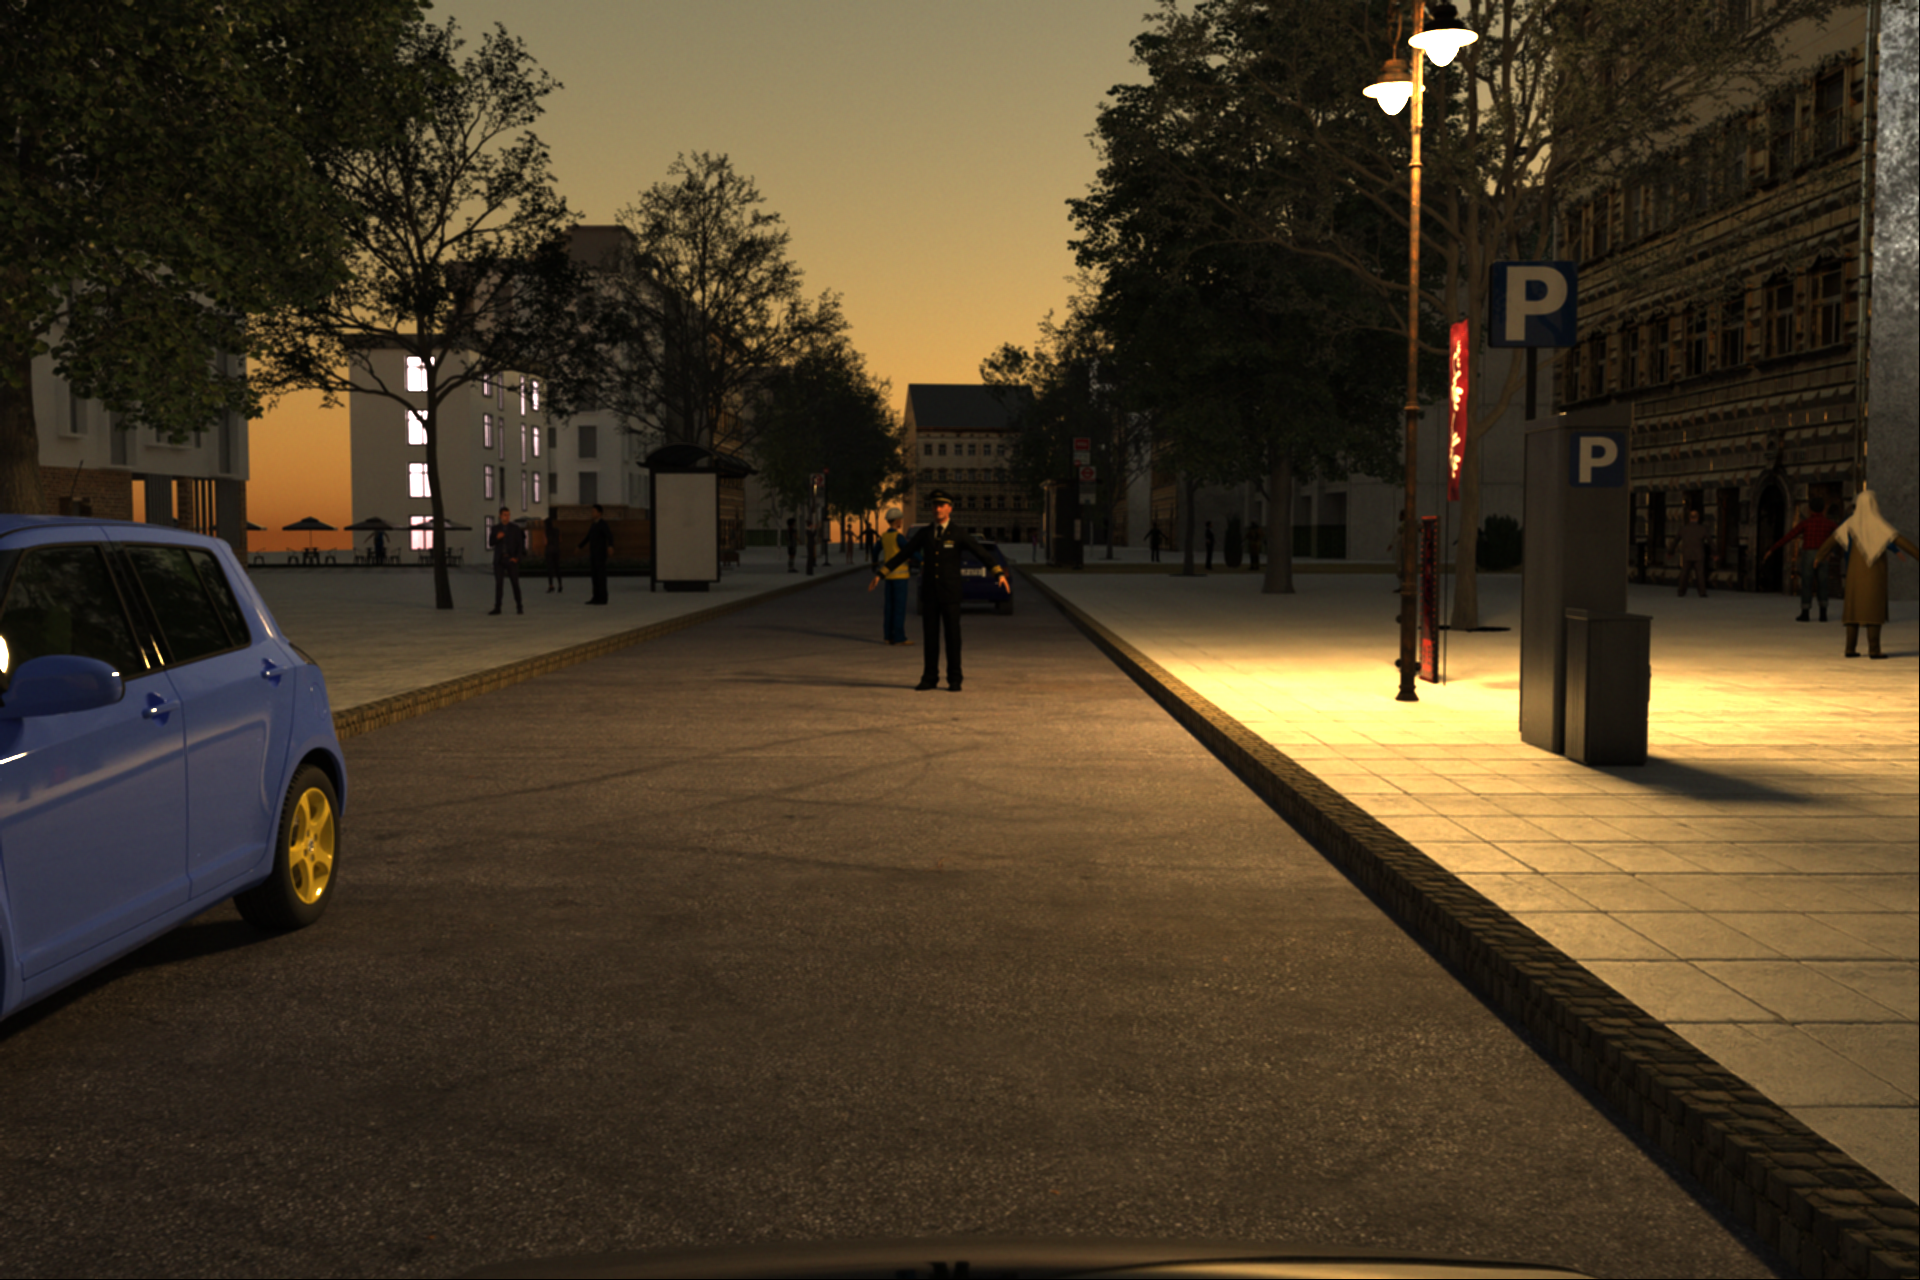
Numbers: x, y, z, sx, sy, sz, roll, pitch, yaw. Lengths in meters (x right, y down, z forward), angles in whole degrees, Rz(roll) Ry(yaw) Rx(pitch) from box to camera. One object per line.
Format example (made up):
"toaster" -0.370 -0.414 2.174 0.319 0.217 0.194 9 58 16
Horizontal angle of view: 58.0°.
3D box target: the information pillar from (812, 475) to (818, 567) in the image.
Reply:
"information pillar" -5.758 -4.713 68.406 0.183 3.616 0.504 0 4 2

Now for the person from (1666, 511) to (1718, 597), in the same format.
"person" 14.926 -1.755 35.291 0.990 1.755 0.434 3 4 36

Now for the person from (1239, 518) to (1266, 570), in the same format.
"person" 10.491 -3.425 61.763 0.705 1.858 1.354 -2 4 -33

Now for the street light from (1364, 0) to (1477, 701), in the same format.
"street light" 3.449 -2.470 13.180 0.468 5.910 1.993 0 4 0

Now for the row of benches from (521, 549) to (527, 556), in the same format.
"row of benches" -18.297 -3.614 74.553 1.422 0.672 4.104 2 4 26

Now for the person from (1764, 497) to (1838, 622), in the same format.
"person" 12.529 -1.179 25.388 1.345 1.816 0.704 1 4 13

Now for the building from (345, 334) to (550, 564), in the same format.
"building" -25.029 -8.843 86.731 9.099 9.664 28.070 0 4 0

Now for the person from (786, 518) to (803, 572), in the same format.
"person" -5.617 -3.180 58.139 0.704 1.843 1.345 -2 4 -25

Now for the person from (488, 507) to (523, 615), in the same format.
"person" -7.254 -1.265 27.643 0.541 1.710 0.530 1 4 9

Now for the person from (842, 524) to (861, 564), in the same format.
"person" -4.708 -4.167 74.935 0.721 1.733 1.217 3 4 38

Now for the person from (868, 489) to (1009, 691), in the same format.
"person" -0.177 -0.459 15.889 1.347 1.837 0.705 1 4 17

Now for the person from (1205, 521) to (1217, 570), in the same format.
"person" 8.989 -3.374 61.879 0.721 1.740 1.216 1 4 20

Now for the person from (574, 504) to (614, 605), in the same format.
"person" -6.617 -1.560 31.557 0.704 1.823 1.345 -3 5 -40

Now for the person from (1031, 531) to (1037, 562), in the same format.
"person" 3.474 -4.288 79.372 0.599 1.433 0.991 0 4 4

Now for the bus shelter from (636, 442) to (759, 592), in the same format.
"bus shelter" -6.082 -2.869 40.827 2.014 3.302 5.546 0 4 1

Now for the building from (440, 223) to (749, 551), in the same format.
"building" -26.941 -18.400 131.766 19.493 23.208 18.063 0 4 1

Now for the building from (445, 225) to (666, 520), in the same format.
"building" -25.507 -15.359 107.545 16.016 20.090 11.380 0 4 0

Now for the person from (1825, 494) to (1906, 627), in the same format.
"person" 12.478 -1.109 24.006 0.705 1.842 1.347 -1 4 -18

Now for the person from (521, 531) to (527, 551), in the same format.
"person" -19.731 -4.397 78.075 0.705 1.806 1.347 0 4 6

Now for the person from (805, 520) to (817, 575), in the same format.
"person" -4.557 -2.876 53.871 0.445 1.727 0.742 -3 5 -42

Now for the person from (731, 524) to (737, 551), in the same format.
"person" -11.311 -4.917 86.656 0.705 1.796 1.348 0 4 -3

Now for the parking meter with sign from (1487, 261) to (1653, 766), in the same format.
"parking meter with sign" 3.654 -0.860 10.325 0.543 3.016 1.738 0 4 0

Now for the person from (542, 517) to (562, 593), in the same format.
"person" -8.943 -1.862 37.962 0.415 1.643 0.593 0 4 5

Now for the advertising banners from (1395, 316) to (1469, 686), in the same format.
"advertising banners" 4.082 -1.151 15.012 0.090 3.025 2.074 0 4 1

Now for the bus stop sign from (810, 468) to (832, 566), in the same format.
"bus stop sign" -5.599 -4.958 69.761 0.855 3.939 0.416 0 4 0

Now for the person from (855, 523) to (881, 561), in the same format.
"person" -4.250 -4.597 81.304 1.346 1.812 0.704 0 4 2

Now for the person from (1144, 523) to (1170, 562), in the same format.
"person" 9.015 -4.496 79.734 1.346 1.802 0.704 2 4 34

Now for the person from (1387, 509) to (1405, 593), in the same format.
"person" 9.700 -1.948 37.933 0.704 1.819 1.344 2 4 35

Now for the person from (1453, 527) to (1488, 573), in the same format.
"person" 16.917 -3.148 57.241 0.705 1.856 1.354 -3 4 -36

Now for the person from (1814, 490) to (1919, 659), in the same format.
"person" 9.425 -0.682 17.932 0.721 1.736 1.217 -2 4 -35

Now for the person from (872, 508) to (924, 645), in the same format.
"person" -0.772 -0.827 22.437 0.721 1.772 1.216 -3 5 -40

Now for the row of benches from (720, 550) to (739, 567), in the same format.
"row of benches" -9.932 -3.336 70.014 1.422 0.672 4.104 -2 4 -29

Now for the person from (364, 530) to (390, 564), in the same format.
"person" -24.002 -4.013 71.465 0.705 1.847 1.347 2 4 28

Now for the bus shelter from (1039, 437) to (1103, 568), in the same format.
"bus shelter" 4.340 -5.620 69.512 2.179 5.291 8.768 0 3 0

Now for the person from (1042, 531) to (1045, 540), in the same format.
"person" 4.698 -5.240 91.853 0.705 1.806 1.347 3 5 40

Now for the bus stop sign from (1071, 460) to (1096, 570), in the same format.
"bus stop sign" 4.450 -4.507 62.386 0.855 3.939 0.416 0 4 0

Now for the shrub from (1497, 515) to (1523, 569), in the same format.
"shrub" 19.880 -3.587 63.066 1.690 2.028 1.600 0 3 0

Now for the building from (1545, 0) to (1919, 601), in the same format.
"building" 26.575 -12.881 41.531 19.493 23.208 18.063 0 4 1

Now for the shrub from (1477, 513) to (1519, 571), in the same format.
"shrub" 18.524 -3.404 60.079 1.690 2.028 1.600 0 3 0
